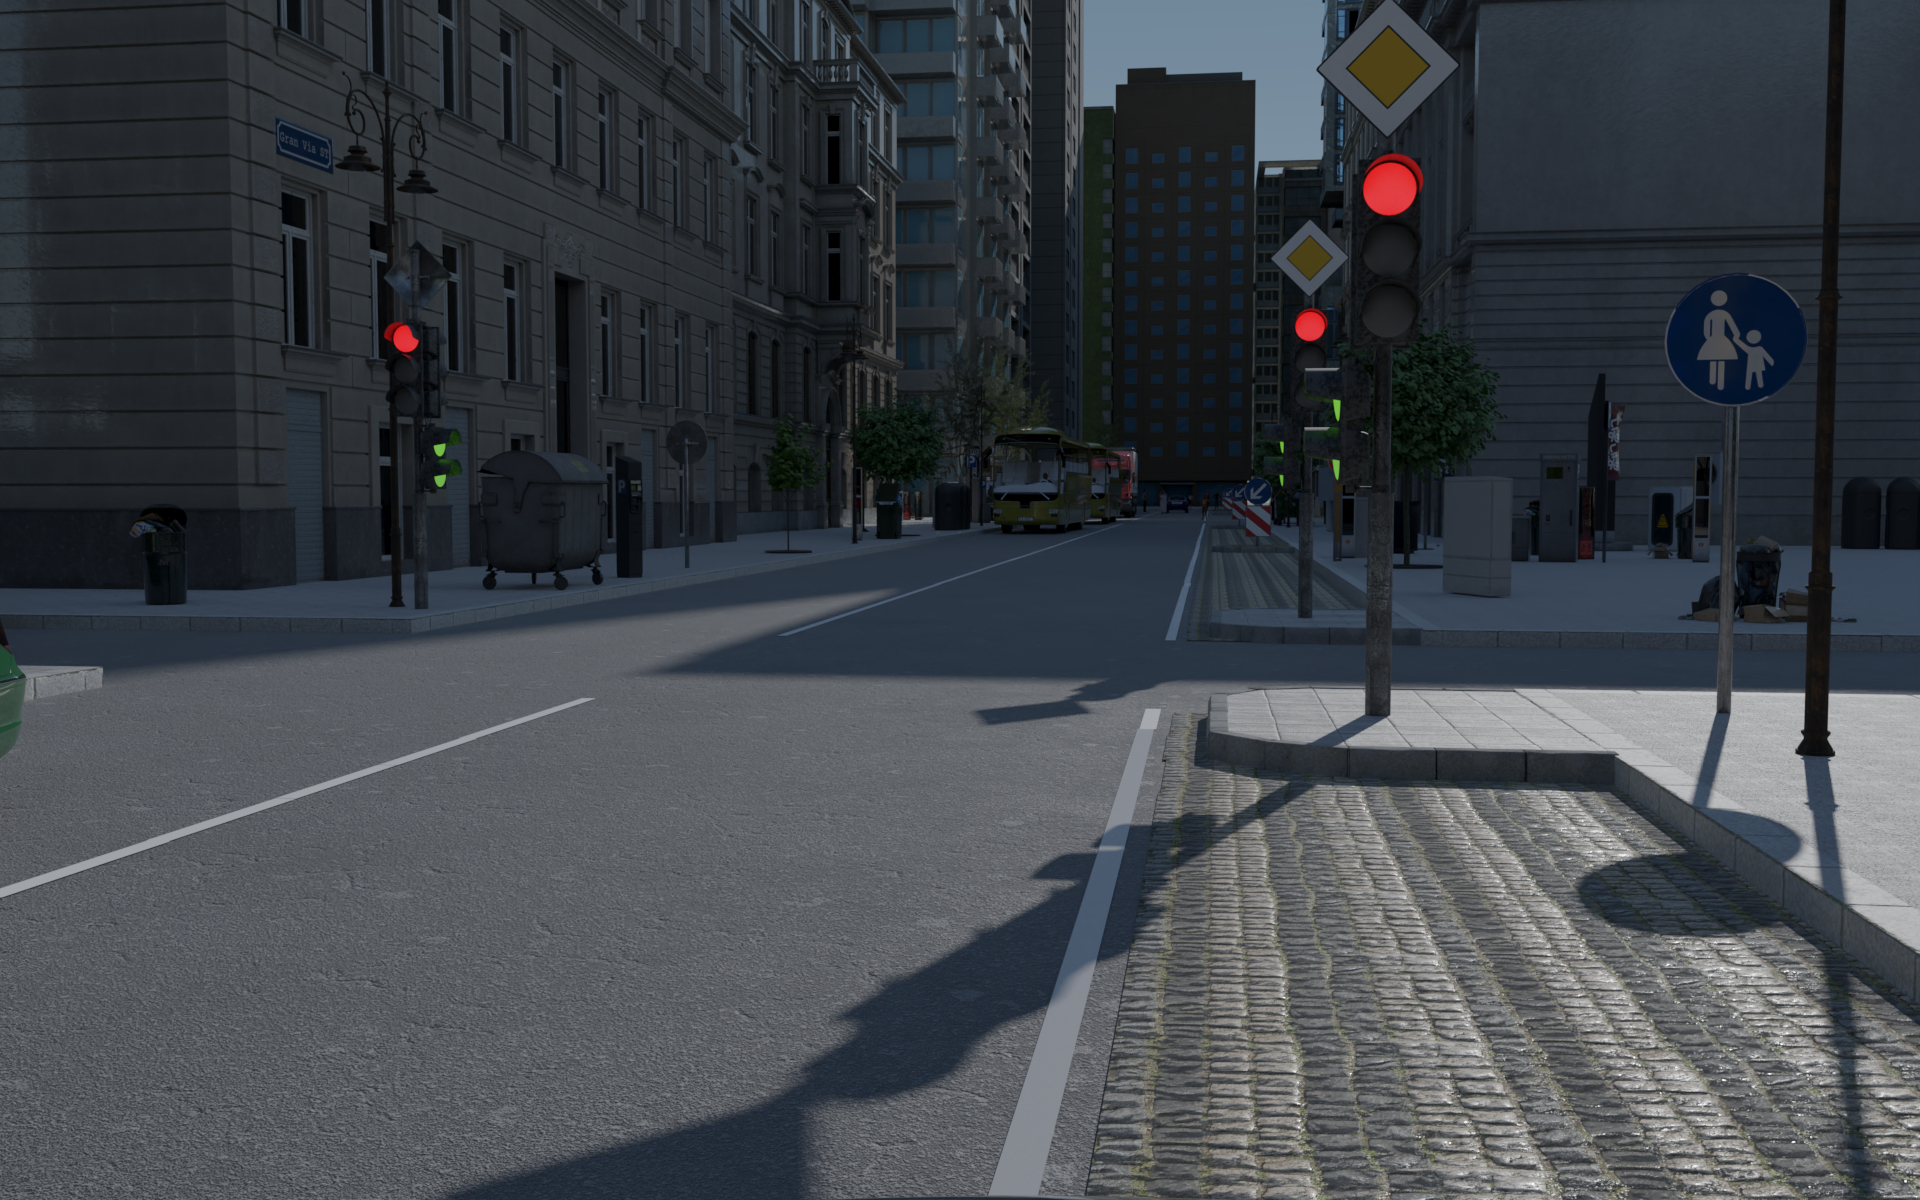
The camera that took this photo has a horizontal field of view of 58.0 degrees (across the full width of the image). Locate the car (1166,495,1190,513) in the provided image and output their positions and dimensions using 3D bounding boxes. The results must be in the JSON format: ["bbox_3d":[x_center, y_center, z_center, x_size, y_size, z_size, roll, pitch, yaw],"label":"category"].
[{"bbox_3d":[16.495,-7.281,131.622,1.945,1.354,3.894,0,4,6],"label":"car"}]

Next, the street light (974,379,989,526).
[{"bbox_3d":[0.870,-5.931,69.761,0.468,5.910,1.993,1,4,8],"label":"street light"}]

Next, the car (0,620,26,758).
[{"bbox_3d":[-5.261,0.378,5.618,2.131,1.459,4.920,0,4,8],"label":"car"}]

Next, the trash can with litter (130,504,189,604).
[{"bbox_3d":[-9.393,-0.547,20.338,0.624,1.170,1.055,-2,4,-25],"label":"trash can with litter"}]

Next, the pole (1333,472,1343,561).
[{"bbox_3d":[7.213,-2.395,32.995,0.158,3.312,0.155,0,3,0],"label":"pole"}]

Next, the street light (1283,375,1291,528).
[{"bbox_3d":[12.586,-5.714,66.204,0.468,5.910,1.993,1,4,8],"label":"street light"}]

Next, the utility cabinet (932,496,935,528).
[{"bbox_3d":[-0.532,-3.359,66.075,1.020,1.237,0.306,1,4,22],"label":"utility cabinet"}]

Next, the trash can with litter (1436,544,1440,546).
[{"bbox_3d":[12.506,-1.915,42.365,1.678,1.210,2.233,0,4,7],"label":"trash can with litter"}]

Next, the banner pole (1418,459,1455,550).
[{"bbox_3d":[10.951,-3.043,39.769,0.863,3.779,0.401,1,4,15],"label":"banner pole"}]

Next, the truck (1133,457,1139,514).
[{"bbox_3d":[11.314,-8.212,123.187,2.839,4.237,11.283,0,4,7],"label":"truck"}]

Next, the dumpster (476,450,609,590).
[{"bbox_3d":[-5.718,-1.102,23.772,1.264,1.857,1.865,1,4,8],"label":"dumpster"}]

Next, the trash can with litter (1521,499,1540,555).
[{"bbox_3d":[12.280,-1.533,36.452,0.624,1.170,1.055,3,4,38],"label":"trash can with litter"}]

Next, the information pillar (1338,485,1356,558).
[{"bbox_3d":[7.728,-1.840,34.584,0.304,2.012,0.304,0,4,3],"label":"information pillar"}]

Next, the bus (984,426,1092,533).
[{"bbox_3d":[3.258,-4.590,66.601,2.896,3.916,12.252,1,4,10],"label":"bus"}]

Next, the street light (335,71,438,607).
[{"bbox_3d":[-6.408,-2.859,19.539,0.468,5.910,1.993,1,4,8],"label":"street light"}]

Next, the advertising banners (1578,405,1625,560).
[{"bbox_3d":[12.221,-2.304,33.857,2.074,3.025,0.090,-2,4,-26],"label":"advertising banners"}]

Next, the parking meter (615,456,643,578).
[{"bbox_3d":[-5.068,-1.274,26.547,0.399,1.863,0.255,3,5,43],"label":"parking meter"}]

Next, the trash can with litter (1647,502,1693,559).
[{"bbox_3d":[14.186,-1.398,34.239,1.055,1.170,0.624,1,4,14],"label":"trash can with litter"}]

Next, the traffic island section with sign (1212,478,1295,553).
[{"bbox_3d":[7.233,-2.089,42.778,1.989,1.847,2.006,1,4,8],"label":"traffic island section with sign"}]

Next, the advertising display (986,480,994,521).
[{"bbox_3d":[1.470,-4.678,81.693,0.974,1.923,0.123,-2,4,-35],"label":"advertising display"}]

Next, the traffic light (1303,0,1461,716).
[{"bbox_3d":[2.410,-1.286,9.953,0.839,4.253,0.868,1,4,8],"label":"traffic light"}]

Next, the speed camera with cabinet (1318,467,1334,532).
[{"bbox_3d":[12.778,-3.968,59.218,0.660,3.252,2.038,2,4,27],"label":"speed camera with cabinet"}]

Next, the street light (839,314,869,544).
[{"bbox_3d":[-2.721,-4.395,44.643,0.468,5.910,1.993,1,4,8],"label":"street light"}]

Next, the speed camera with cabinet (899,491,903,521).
[{"bbox_3d":[-3.642,-5.457,83.557,2.038,3.252,0.660,3,5,43],"label":"speed camera with cabinet"}]

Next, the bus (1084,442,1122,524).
[{"bbox_3d":[6.397,-5.761,85.744,2.896,3.916,12.252,1,4,8],"label":"bus"}]

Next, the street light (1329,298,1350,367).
[{"bbox_3d":[9.025,-4.177,41.082,0.468,5.910,1.993,1,4,8],"label":"street light"}]

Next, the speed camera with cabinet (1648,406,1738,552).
[{"bbox_3d":[16.217,-2.692,38.351,0.660,3.252,2.038,-1,4,-22],"label":"speed camera with cabinet"}]

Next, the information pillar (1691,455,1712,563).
[{"bbox_3d":[13.923,-1.714,32.514,0.304,2.012,0.304,1,4,20],"label":"information pillar"}]

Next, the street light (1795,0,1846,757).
[{"bbox_3d":[4.222,-2.176,8.371,0.468,5.910,1.993,1,4,8],"label":"street light"}]

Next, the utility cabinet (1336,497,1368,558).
[{"bbox_3d":[8.086,-1.452,34.895,1.020,1.237,0.306,0,4,7],"label":"utility cabinet"}]

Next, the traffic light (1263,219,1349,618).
[{"bbox_3d":[3.563,-1.770,17.855,0.839,4.253,0.868,1,4,8],"label":"traffic light"}]

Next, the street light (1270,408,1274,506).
[{"bbox_3d":[16.420,-7.248,91.286,0.468,5.910,1.993,1,4,8],"label":"street light"}]

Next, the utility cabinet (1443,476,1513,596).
[{"bbox_3d":[6.550,-0.809,21.914,0.318,1.500,1.173,-1,4,-13],"label":"utility cabinet"}]

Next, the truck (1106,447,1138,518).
[{"bbox_3d":[9.466,-7.168,106.111,2.839,4.237,11.283,0,4,8],"label":"truck"}]

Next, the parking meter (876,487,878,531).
[{"bbox_3d":[-2.620,-3.045,58.199,0.372,1.533,0.369,0,3,0],"label":"parking meter"}]

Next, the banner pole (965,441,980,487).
[{"bbox_3d":[0.508,-5.448,79.086,0.863,3.779,0.401,0,4,6],"label":"banner pole"}]

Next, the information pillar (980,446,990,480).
[{"bbox_3d":[1.236,-5.658,83.870,0.504,3.616,0.183,1,4,17],"label":"information pillar"}]

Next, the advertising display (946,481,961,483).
[{"bbox_3d":[-0.351,-5.029,87.431,0.974,1.923,0.123,3,5,42],"label":"advertising display"}]

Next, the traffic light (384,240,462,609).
[{"bbox_3d":[-6.000,-1.854,19.229,0.839,4.253,0.868,1,4,8],"label":"traffic light"}]

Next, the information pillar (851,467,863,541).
[{"bbox_3d":[-2.842,-2.647,47.775,0.304,2.012,0.304,0,4,-2],"label":"information pillar"}]

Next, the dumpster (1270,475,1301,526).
[{"bbox_3d":[13.372,-4.147,70.293,1.502,2.255,1.985,1,4,8],"label":"dumpster"}]

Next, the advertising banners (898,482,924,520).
[{"bbox_3d":[-2.611,-5.468,85.589,2.074,3.025,0.090,3,5,40],"label":"advertising banners"}]
